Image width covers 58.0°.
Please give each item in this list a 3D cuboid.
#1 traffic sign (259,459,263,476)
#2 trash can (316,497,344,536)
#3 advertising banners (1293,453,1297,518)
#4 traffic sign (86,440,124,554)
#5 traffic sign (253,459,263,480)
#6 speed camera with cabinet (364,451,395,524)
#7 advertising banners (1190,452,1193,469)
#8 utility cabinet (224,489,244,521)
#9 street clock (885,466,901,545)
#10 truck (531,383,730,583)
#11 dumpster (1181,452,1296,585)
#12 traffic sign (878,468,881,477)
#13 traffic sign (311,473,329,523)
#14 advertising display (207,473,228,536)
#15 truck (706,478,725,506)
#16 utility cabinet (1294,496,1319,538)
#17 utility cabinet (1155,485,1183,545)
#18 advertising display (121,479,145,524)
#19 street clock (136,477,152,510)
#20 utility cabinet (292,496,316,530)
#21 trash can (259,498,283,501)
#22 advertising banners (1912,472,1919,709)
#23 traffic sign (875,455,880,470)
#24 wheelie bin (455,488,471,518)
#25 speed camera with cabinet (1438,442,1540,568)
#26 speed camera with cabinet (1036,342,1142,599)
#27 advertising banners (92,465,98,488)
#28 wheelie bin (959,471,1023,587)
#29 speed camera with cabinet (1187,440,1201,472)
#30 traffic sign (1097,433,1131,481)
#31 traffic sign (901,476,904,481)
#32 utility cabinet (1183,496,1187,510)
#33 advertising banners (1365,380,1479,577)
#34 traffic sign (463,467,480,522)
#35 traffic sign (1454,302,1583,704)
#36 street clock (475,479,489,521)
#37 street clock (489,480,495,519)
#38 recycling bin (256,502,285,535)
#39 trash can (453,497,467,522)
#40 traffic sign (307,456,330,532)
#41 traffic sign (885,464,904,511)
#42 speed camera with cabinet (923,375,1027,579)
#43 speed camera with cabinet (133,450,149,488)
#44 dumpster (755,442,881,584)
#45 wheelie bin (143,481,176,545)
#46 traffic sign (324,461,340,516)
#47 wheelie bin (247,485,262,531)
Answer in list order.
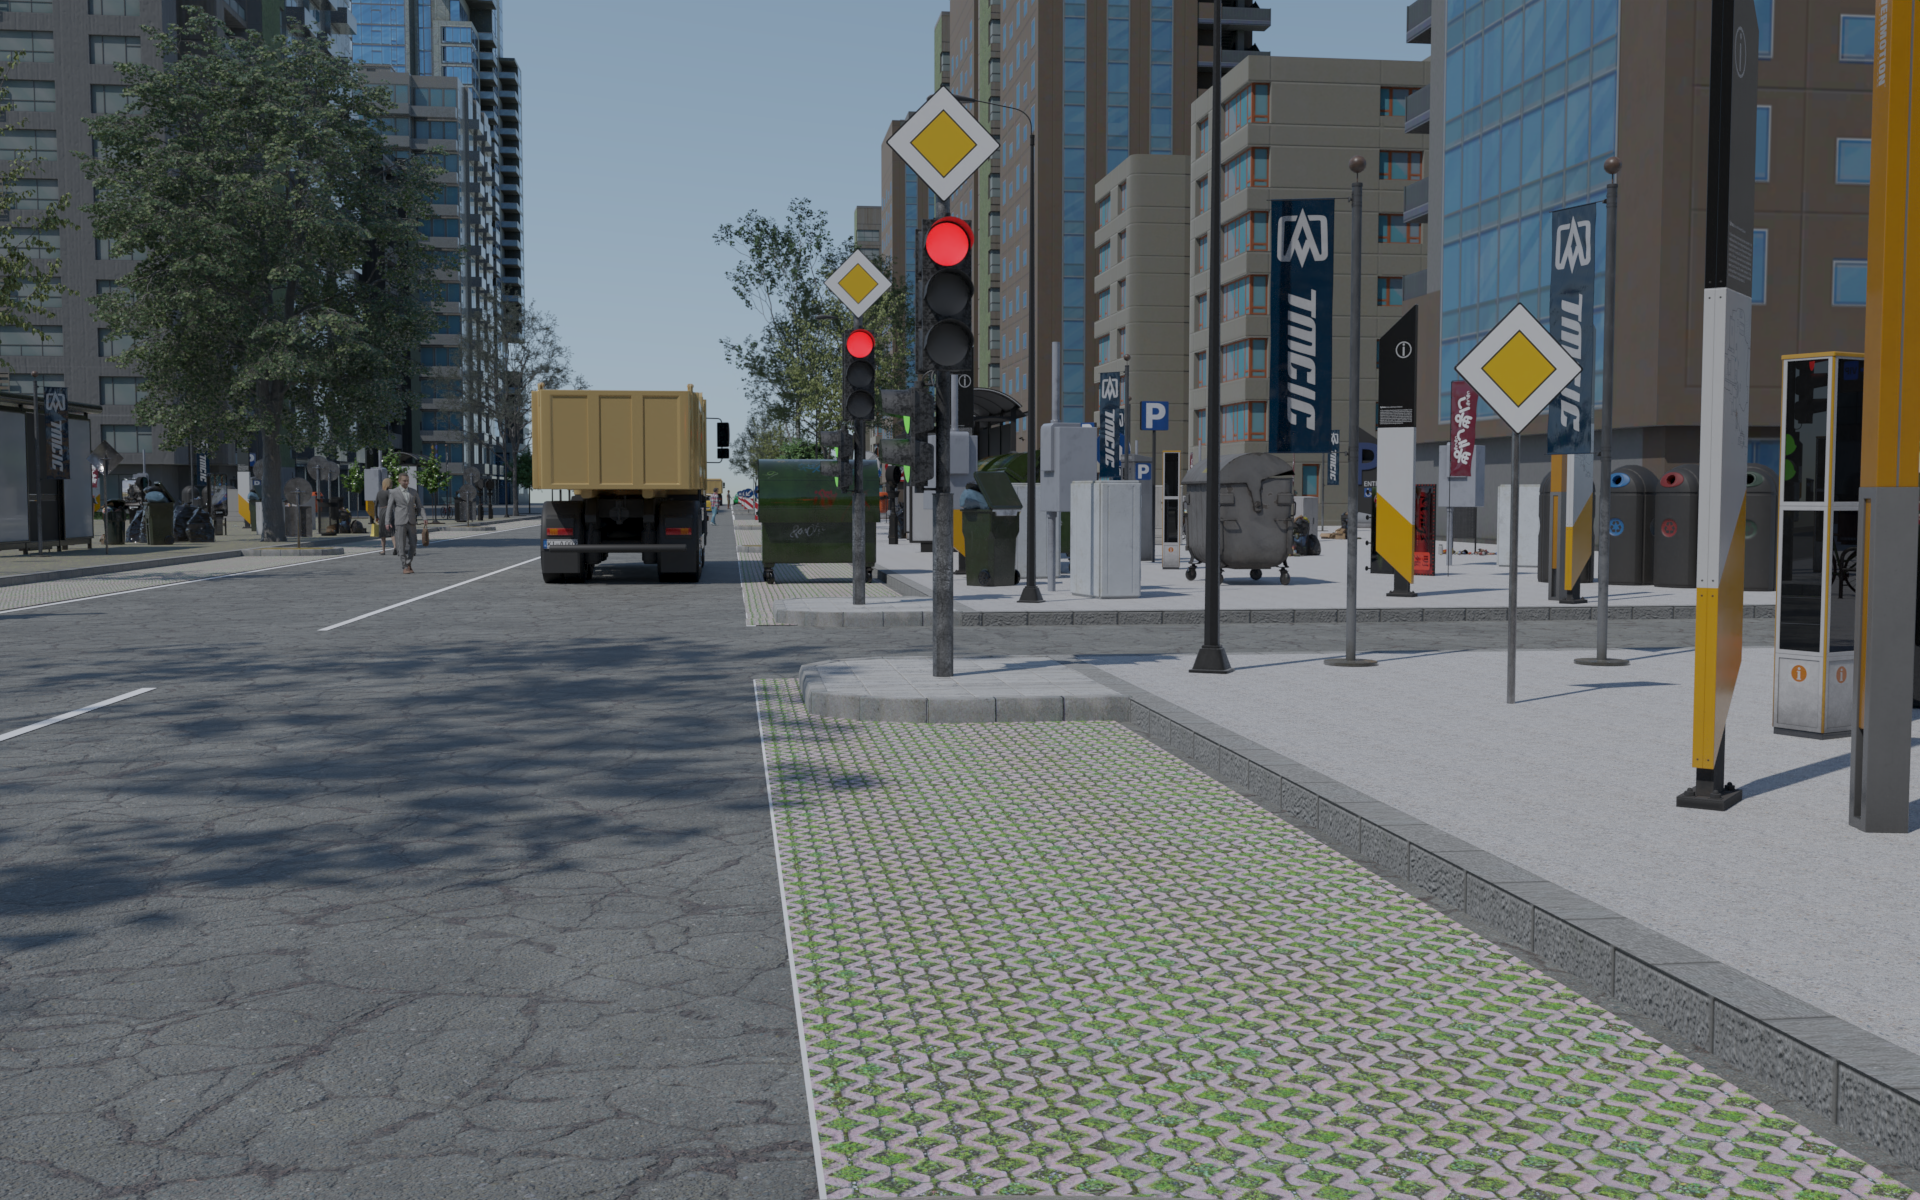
[{"bbox_3d":[-23.456,-3.594,58.871,0.768,2.556,0.104,0,4,1],"label":"traffic sign"},{"bbox_3d":[-19.357,-2.535,53.099,0.748,1.137,0.748,0,3,0],"label":"trash can"},{"bbox_3d":[12.481,-4.183,64.581,0.090,3.025,2.074,1,4,15],"label":"advertising banners"},{"bbox_3d":[-18.188,-2.182,36.866,0.795,2.450,0.064,0,4,0],"label":"traffic sign"},{"bbox_3d":[-25.368,-3.851,63.078,0.768,2.556,0.104,0,4,0],"label":"traffic sign"},{"bbox_3d":[-20.431,-4.111,61.558,0.660,3.252,2.038,1,4,8],"label":"speed camera with cabinet"},{"bbox_3d":[9.770,-4.626,71.828,0.090,3.025,2.074,0,4,-5],"label":"advertising banners"},{"bbox_3d":[-33.429,-4.370,80.124,1.173,1.500,0.318,-1,4,-14],"label":"utility cabinet"},{"bbox_3d":[-1.692,-2.411,43.991,0.358,2.002,0.471,2,4,25],"label":"street clock"},{"bbox_3d":[-5.939,-2.179,31.548,3.469,3.379,9.791,0,4,-7],"label":"truck"},{"bbox_3d":[4.013,-1.173,24.941,1.264,1.857,1.865,0,4,-7],"label":"dumpster"},{"bbox_3d":[-3.700,-4.456,72.966,0.768,2.556,0.104,0,4,2],"label":"traffic sign"},{"bbox_3d":[-24.095,-3.975,65.099,0.768,2.556,0.104,0,4,2],"label":"traffic sign"},{"bbox_3d":[-22.986,-2.961,53.629,0.123,1.923,0.974,0,4,7],"label":"advertising display"},{"bbox_3d":[-30.601,-13.298,213.353,3.469,3.379,9.791,-1,4,-9],"label":"truck"},{"bbox_3d":[9.372,-2.184,46.871,0.306,1.237,1.020,2,4,34],"label":"utility cabinet"},{"bbox_3d":[4.994,-2.132,43.534,1.173,1.500,0.318,1,4,14],"label":"utility cabinet"},{"bbox_3d":[-35.643,-4.249,74.693,0.974,1.923,0.123,0,4,0],"label":"advertising display"},{"bbox_3d":[-33.975,-4.123,71.978,0.358,2.002,0.471,1,4,17],"label":"street clock"},{"bbox_3d":[-23.500,-3.111,62.019,0.306,1.237,1.020,1,4,14],"label":"utility cabinet"},{"bbox_3d":[-22.741,-2.787,57.222,0.748,1.137,0.748,0,3,0],"label":"trash can"},{"bbox_3d":[6.289,-0.851,10.108,2.074,3.025,0.090,1,4,15],"label":"advertising banners"},{"bbox_3d":[-2.750,-3.135,51.364,0.768,2.556,0.104,0,4,-1],"label":"traffic sign"},{"bbox_3d":[-24.164,-4.665,84.187,0.693,1.594,0.980,-3,4,-38],"label":"wheelie bin"},{"bbox_3d":[9.567,-2.222,30.659,2.038,3.252,0.660,2,4,34],"label":"speed camera with cabinet"},{"bbox_3d":[1.646,-1.693,22.019,0.660,3.252,2.038,-1,4,-19],"label":"speed camera with cabinet"},{"bbox_3d":[-37.219,-4.716,73.287,2.074,3.025,0.090,1,4,19],"label":"advertising banners"},{"bbox_3d":[0.400,-0.998,24.218,0.980,1.594,0.693,-3,5,-45],"label":"wheelie bin"},{"bbox_3d":[9.491,-4.280,64.320,2.038,3.252,0.660,-1,4,-12],"label":"speed camera with cabinet"},{"bbox_3d":[3.041,-2.124,34.839,0.768,2.556,0.104,0,4,-5],"label":"traffic sign"},{"bbox_3d":[-2.653,-4.442,72.629,0.884,2.594,0.081,0,3,0],"label":"traffic sign"},{"bbox_3d":[7.845,-2.989,60.033,0.306,1.237,1.020,2,4,30],"label":"utility cabinet"},{"bbox_3d":[7.244,-1.895,27.177,0.090,3.025,2.074,-3,5,-39],"label":"advertising banners"},{"bbox_3d":[-22.577,-4.892,80.090,0.768,2.556,0.104,0,4,-4],"label":"traffic sign"},{"bbox_3d":[3.372,-0.572,10.538,0.795,2.450,0.064,0,4,-4],"label":"traffic sign"},{"bbox_3d":[-23.044,-4.807,83.166,0.358,2.002,0.471,2,4,30],"label":"street clock"},{"bbox_3d":[-24.221,-5.181,89.275,0.471,2.002,0.358,-2,4,-26],"label":"street clock"},{"bbox_3d":[-21.637,-2.556,54.350,0.722,1.027,0.722,-2,4,-34],"label":"recycling bin"},{"bbox_3d":[-22.702,-4.111,78.861,0.748,1.137,0.748,0,3,0],"label":"trash can"},{"bbox_3d":[-21.281,-3.508,57.457,0.768,2.556,0.104,0,4,0],"label":"traffic sign"},{"bbox_3d":[-2.087,-3.472,56.880,0.768,2.556,0.104,0,4,1],"label":"traffic sign"},{"bbox_3d":[0.488,-1.942,26.092,2.038,3.252,0.660,-1,4,-22],"label":"speed camera with cabinet"},{"bbox_3d":[-36.693,-5.095,77.641,0.660,3.252,2.038,-1,4,-21],"label":"speed camera with cabinet"},{"bbox_3d":[-2.288,-1.401,27.853,1.985,2.255,1.502,0,4,-7],"label":"dumpster"},{"bbox_3d":[-20.184,-2.185,43.637,0.693,1.594,0.980,-3,4,-36],"label":"wheelie bin"},{"bbox_3d":[-24.331,-4.083,66.857,0.768,2.556,0.104,0,4,-7],"label":"traffic sign"},{"bbox_3d":[-24.092,-3.165,59.658,0.693,1.594,0.980,2,4,26],"label":"wheelie bin"}]
